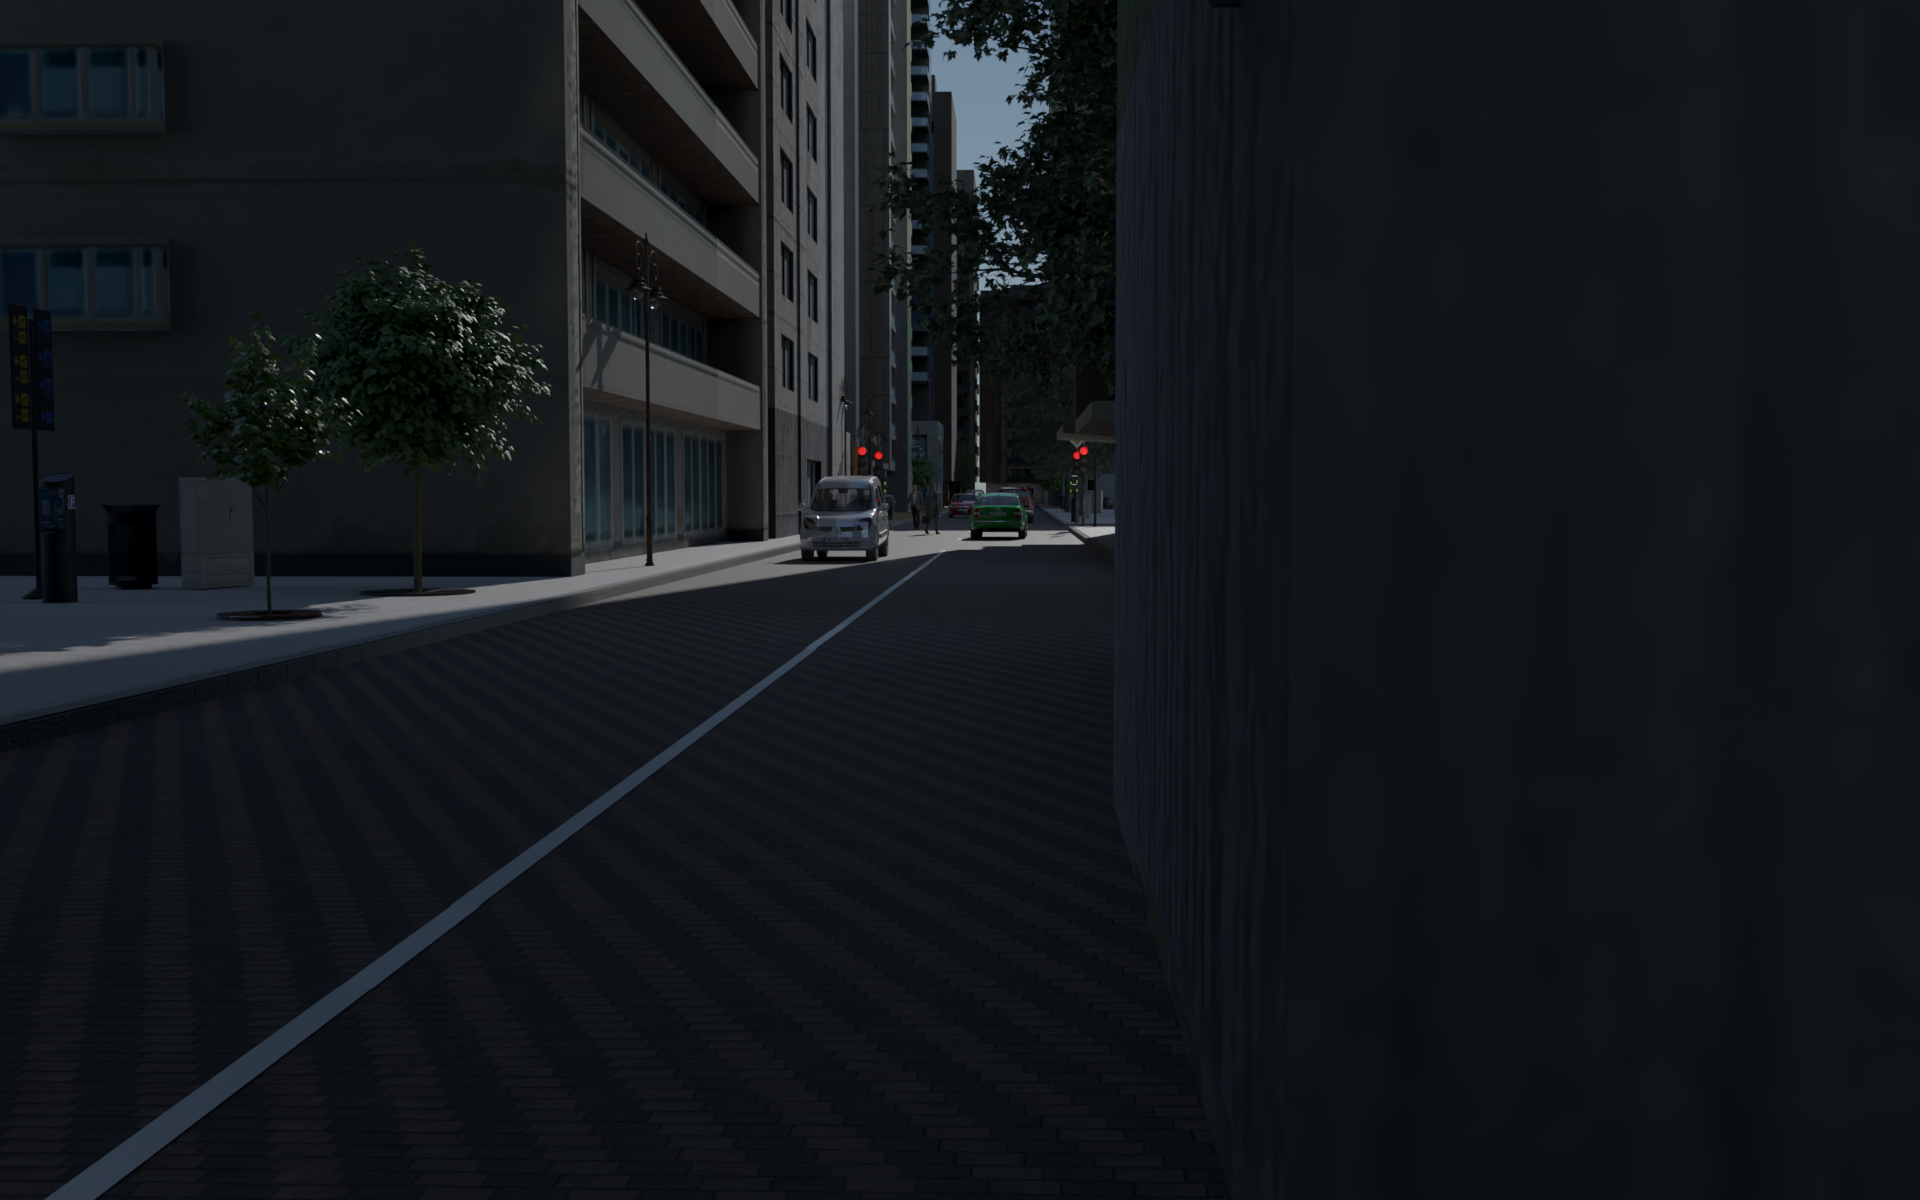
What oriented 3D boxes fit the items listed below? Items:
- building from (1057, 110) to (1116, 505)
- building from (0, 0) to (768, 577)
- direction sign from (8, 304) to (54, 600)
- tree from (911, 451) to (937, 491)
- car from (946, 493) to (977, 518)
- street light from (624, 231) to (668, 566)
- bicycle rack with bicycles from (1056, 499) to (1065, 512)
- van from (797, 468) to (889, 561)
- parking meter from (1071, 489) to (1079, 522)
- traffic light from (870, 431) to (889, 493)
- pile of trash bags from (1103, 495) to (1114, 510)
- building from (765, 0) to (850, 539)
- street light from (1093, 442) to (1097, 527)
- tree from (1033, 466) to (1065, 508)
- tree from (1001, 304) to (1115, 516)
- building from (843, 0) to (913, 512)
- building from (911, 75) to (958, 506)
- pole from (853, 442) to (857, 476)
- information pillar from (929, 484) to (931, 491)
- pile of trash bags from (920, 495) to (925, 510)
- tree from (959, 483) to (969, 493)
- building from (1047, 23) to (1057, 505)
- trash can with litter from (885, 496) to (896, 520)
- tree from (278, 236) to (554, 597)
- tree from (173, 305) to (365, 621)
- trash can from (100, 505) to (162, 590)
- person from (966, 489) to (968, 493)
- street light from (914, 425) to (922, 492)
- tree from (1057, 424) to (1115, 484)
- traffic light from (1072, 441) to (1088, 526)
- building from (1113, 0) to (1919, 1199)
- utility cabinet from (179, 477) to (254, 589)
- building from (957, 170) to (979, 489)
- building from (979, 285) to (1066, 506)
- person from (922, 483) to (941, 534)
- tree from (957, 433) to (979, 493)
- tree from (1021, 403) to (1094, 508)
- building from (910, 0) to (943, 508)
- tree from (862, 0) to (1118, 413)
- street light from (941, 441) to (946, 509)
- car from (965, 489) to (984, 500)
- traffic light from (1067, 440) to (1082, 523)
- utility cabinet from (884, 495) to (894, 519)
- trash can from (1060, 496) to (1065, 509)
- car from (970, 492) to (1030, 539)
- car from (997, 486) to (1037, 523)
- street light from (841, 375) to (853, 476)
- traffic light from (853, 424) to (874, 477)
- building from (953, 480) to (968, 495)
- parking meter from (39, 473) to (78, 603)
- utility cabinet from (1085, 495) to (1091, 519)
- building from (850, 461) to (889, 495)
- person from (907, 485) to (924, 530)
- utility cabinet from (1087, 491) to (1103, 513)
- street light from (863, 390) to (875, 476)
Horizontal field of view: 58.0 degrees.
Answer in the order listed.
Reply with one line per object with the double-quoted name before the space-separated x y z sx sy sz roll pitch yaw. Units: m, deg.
"building" 23.929 -35.475 169.249 28.713 52.752 27.495 0 4 2
"building" -16.288 -25.226 36.143 21.300 48.544 21.600 0 4 2
"direction sign" -11.277 -1.781 21.109 0.379 3.537 0.876 0 4 1
"tree" -3.424 -9.001 130.884 4.285 4.588 4.351 0 3 0
"car" 0.243 -5.858 104.811 2.155 1.783 4.494 0 4 2
"street light" -5.546 -3.547 30.780 0.468 5.910 1.993 0 4 2
"bicycle rack with bicycles" 8.211 -6.870 125.710 2.852 0.926 2.925 -2 4 -24
"van" -2.533 -1.927 38.511 2.013 2.044 4.112 0 4 2
"parking meter" 5.254 -4.316 78.983 0.372 1.533 0.369 0 3 0
"traffic light" -3.564 -5.374 76.788 0.839 4.253 0.868 0 4 2
"pile of trash bags" 12.946 -8.284 145.190 1.912 1.369 3.447 1 4 20
"building" -15.079 -37.901 57.940 20.611 71.187 20.563 0 4 2
"street light" 5.292 -5.803 67.674 0.468 5.910 1.993 0 4 2
"tree" 8.243 -10.498 155.356 4.285 4.588 4.351 0 3 0
"tree" 7.587 -13.043 119.914 9.857 13.997 8.962 0 3 0
"building" -10.792 -26.730 120.622 14.154 41.232 14.086 0 4 2
"building" -7.523 -32.998 189.626 14.600 45.320 14.200 0 4 2
"pole" -4.067 -4.497 67.369 0.158 3.312 0.155 0 3 0
"information pillar" -1.955 -7.130 121.065 0.304 2.012 0.304 1 4 13
"pile of trash bags" -3.356 -7.851 138.109 1.912 1.369 3.447 2 4 30
"tree" 0.372 -14.367 229.494 1.663 3.219 1.824 0 3 0
"building" 21.311 -40.996 212.289 21.231 58.520 28.212 0 4 2
"trash can with litter" -3.524 -4.524 85.347 0.624 1.170 1.055 0 4 4
"tree" -6.935 -2.352 22.171 4.285 4.588 4.351 0 3 0
"tree" -7.299 -1.425 17.900 1.663 3.219 1.824 0 3 0
"trash can" -11.181 -0.719 23.401 0.748 1.137 0.748 0 3 0
"person" 0.545 -6.993 123.241 0.834 1.777 0.661 -1 4 -18
"street light" -2.770 -8.620 113.730 0.468 5.910 1.993 0 4 2
"tree" 8.358 -10.916 128.846 4.737 8.622 4.395 0 3 0
"traffic light" 4.865 -4.869 68.523 0.839 4.253 0.868 0 4 2
"building" 7.779 -19.852 8.178 14.154 41.232 14.086 0 4 2
"utility cabinet" -10.100 -0.912 23.585 0.318 1.500 1.173 1 4 12
"building" -8.242 -38.064 246.052 21.600 48.544 21.300 0 4 2
"building" 9.646 -28.776 242.183 14.107 30.474 14.160 0 4 2
"person" -0.971 -3.243 61.630 0.694 1.812 0.767 -2 4 -27
"tree" 0.185 -15.320 200.837 4.737 8.622 4.395 0 3 0
"tree" 8.348 -14.052 147.871 7.486 12.596 7.792 0 3 0
"building" -12.538 -52.190 165.970 22.319 86.520 31.000 0 4 2
"tree" 3.943 -6.499 23.273 9.611 12.733 9.660 0 3 0
"street light" -1.444 -10.855 150.272 0.468 5.910 1.993 0 4 2
"car" 1.148 -7.923 138.209 2.281 1.827 5.304 0 4 0
"traffic light" 5.142 -5.357 76.503 0.839 4.253 0.868 0 4 2
"utility cabinet" -3.860 -4.669 87.504 1.020 1.237 0.306 -2 4 -24
"trash can" 8.613 -8.104 144.156 0.748 1.137 0.748 0 3 0
"car" 1.300 -2.925 56.616 1.959 1.807 4.718 0 4 3
"car" 2.692 -4.757 86.458 2.281 1.827 5.304 0 4 3
"street light" -4.434 -5.762 66.995 0.468 5.910 1.993 0 4 2
"traffic light" -3.841 -4.886 68.808 0.839 4.253 0.868 0 4 2
"building" -13.727 -34.374 216.646 28.867 44.769 22.147 0 4 2
"parking meter" -10.657 -0.738 20.470 0.372 1.533 0.369 0 3 0
"utility cabinet" 6.730 -4.902 91.314 0.306 1.237 1.020 0 4 7
"building" -20.407 -24.593 93.980 32.217 40.220 23.993 0 4 2
"person" -1.786 -3.693 69.276 0.661 1.777 0.834 0 4 1
"utility cabinet" 8.782 -6.432 113.838 1.173 1.500 0.318 2 4 28
"street light" -4.031 -6.377 77.048 0.468 5.910 1.993 0 4 2
